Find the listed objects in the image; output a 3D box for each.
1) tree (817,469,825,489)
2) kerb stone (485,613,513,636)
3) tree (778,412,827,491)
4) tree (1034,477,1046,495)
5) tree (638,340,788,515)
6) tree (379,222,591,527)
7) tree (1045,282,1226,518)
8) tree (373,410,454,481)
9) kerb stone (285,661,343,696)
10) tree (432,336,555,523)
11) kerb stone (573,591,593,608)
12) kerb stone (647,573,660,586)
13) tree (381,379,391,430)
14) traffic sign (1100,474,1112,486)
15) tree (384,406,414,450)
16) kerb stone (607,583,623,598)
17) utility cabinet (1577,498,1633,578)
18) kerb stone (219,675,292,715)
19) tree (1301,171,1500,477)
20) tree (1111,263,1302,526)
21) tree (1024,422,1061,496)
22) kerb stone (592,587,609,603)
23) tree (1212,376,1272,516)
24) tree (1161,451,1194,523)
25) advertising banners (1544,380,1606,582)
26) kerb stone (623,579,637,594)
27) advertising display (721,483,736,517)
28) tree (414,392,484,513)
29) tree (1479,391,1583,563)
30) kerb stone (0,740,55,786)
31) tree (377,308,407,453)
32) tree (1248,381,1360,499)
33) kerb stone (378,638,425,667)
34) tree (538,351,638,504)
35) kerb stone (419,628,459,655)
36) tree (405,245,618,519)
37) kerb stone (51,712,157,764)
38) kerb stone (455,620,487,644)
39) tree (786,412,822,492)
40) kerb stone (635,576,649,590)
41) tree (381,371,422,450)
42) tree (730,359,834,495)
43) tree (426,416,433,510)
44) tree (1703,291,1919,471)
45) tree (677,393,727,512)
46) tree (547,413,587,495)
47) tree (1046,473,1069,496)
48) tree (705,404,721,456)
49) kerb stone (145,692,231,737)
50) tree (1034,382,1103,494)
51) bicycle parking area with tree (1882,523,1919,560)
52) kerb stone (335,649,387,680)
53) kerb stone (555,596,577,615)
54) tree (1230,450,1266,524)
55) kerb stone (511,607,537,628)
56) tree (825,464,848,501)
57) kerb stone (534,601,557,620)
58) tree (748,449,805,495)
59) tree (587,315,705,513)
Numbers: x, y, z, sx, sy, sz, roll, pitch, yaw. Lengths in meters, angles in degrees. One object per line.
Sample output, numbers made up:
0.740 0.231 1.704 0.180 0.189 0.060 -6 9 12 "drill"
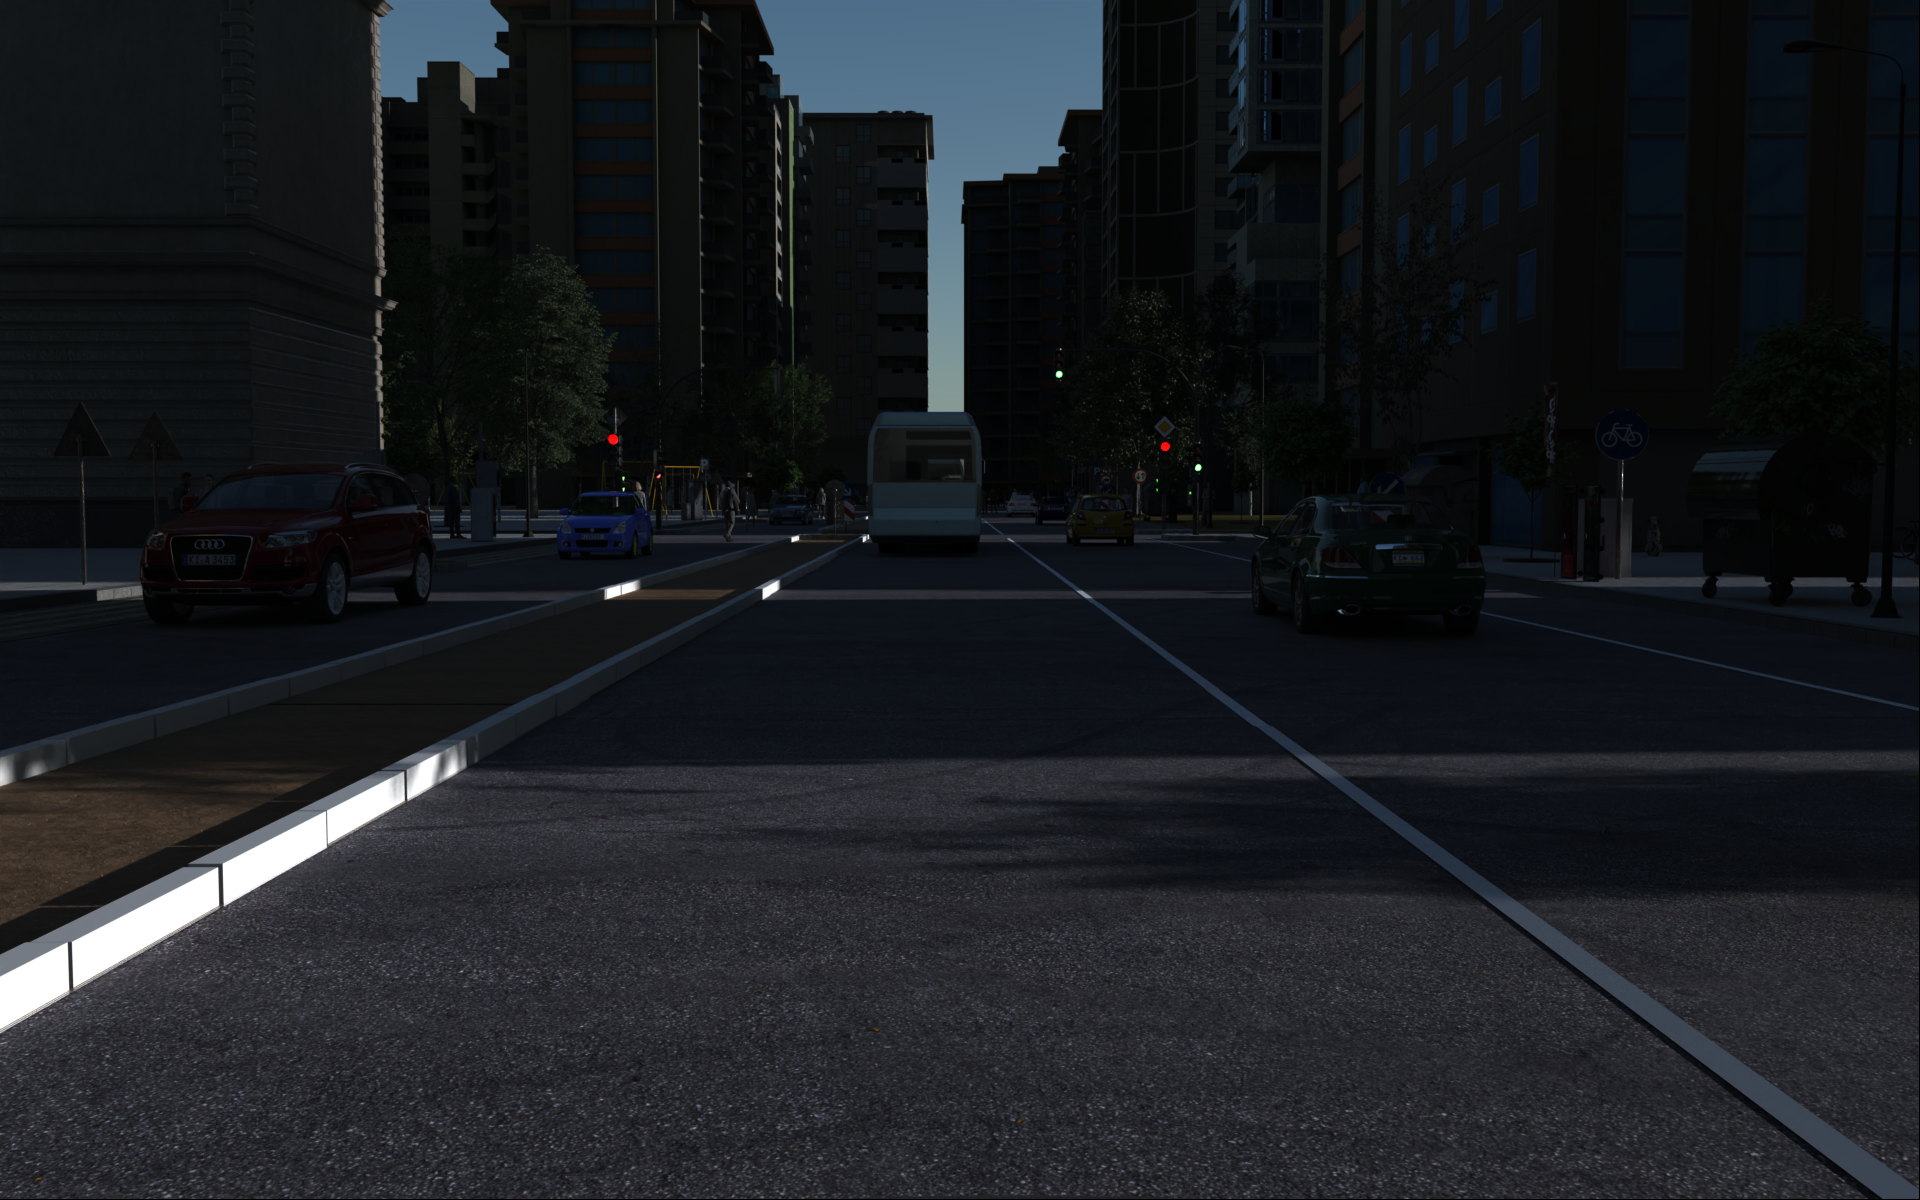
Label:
-14.145 -9.512 139.233 4.285 4.588 4.351 0 3 0 "tree"
-4.806 0.273 17.797 0.120 0.150 1.000 0 4 0 "kerb stone"
-13.551 -12.065 147.629 4.737 8.622 4.395 0 3 0 "tree"
8.952 -12.143 193.133 1.663 3.219 1.824 0 3 0 "tree"
-13.993 -10.452 105.306 7.601 10.594 8.767 -3 4 -36 "tree"
-20.164 -8.665 67.429 9.928 11.665 9.643 0 3 0 "tree"
9.590 -10.825 93.990 9.611 12.733 9.660 0 3 0 "tree"
-12.925 -2.796 40.323 1.663 3.219 1.824 0 3 0 "tree"
-4.762 0.590 12.656 0.120 0.150 1.000 0 4 0 "kerb stone"
-20.592 -7.805 77.978 4.737 8.622 4.395 0 3 0 "tree"
-4.834 0.019 21.893 0.120 0.150 1.000 0 4 0 "kerb stone"
-4.868 -0.295 27.015 0.120 0.150 1.000 0 4 0 "kerb stone"
-32.690 -9.368 87.573 8.767 10.594 7.601 0 4 -2 "tree"
9.389 -6.817 111.560 0.768 2.556 0.104 1 4 9 "traffic sign"
-39.693 -10.522 122.398 4.360 8.622 3.978 0 3 0 "tree"
-4.843 -0.106 23.941 0.120 0.150 1.000 0 4 0 "kerb stone"
10.039 -0.971 27.041 0.306 1.237 1.020 -1 4 -16 "utility cabinet"
-4.759 0.646 11.634 0.120 0.150 1.000 0 4 0 "kerb stone"
9.913 -5.414 38.887 4.360 8.622 3.978 0 3 0 "tree"
10.178 -8.265 69.539 7.601 10.594 8.767 0 4 -2 "tree"
8.829 -13.834 176.551 4.737 8.622 4.395 0 3 0 "tree"
-4.838 -0.043 22.916 0.120 0.150 1.000 0 4 0 "kerb stone"
17.070 -9.317 102.688 4.360 8.622 3.978 0 3 0 "tree"
9.708 -5.063 77.379 1.663 3.219 1.824 0 3 0 "tree"
9.209 -1.828 26.077 0.090 3.025 2.074 0 4 -5 "advertising banners"
-4.844 -0.164 24.963 0.120 0.150 1.000 0 4 0 "kerb stone"
-13.231 -5.744 99.121 0.974 1.923 0.123 2 4 25 "advertising display"
-33.794 -10.172 116.667 4.360 8.622 3.978 0 3 0 "tree"
10.912 -2.324 32.598 1.663 3.219 1.824 0 3 0 "tree"
-4.733 0.834 8.560 0.120 0.150 1.000 0 4 0 "kerb stone"
-36.525 -12.203 106.182 9.857 13.997 8.962 0 3 0 "tree"
10.021 -4.094 50.655 4.285 4.588 4.351 0 3 0 "tree"
-4.779 0.458 14.715 0.120 0.150 1.000 0 4 0 "kerb stone"
-23.729 -10.915 112.873 7.601 10.594 8.767 0 4 8 "tree"
-4.781 0.396 15.746 0.120 0.150 1.000 0 4 0 "kerb stone"
-22.407 -11.229 90.252 9.857 13.997 8.962 0 3 0 "tree"
-4.751 0.771 9.590 0.120 0.150 1.000 0 4 0 "kerb stone"
-4.797 0.333 16.773 0.120 0.150 1.000 0 4 0 "kerb stone"
-14.078 -12.529 155.209 4.360 8.622 3.978 0 3 0 "tree"
-4.856 -0.232 25.987 0.120 0.150 1.000 0 4 0 "kerb stone"
-32.864 -8.849 95.050 4.737 8.622 4.395 0 3 0 "tree"
-13.639 -12.599 131.753 9.928 11.665 9.643 0 3 0 "tree"
-40.099 -10.993 130.100 4.737 8.622 4.395 0 3 0 "tree"
13.905 -2.718 28.151 4.285 4.588 4.351 0 3 0 "tree"
-17.948 -10.517 122.320 4.737 8.622 4.395 0 3 0 "tree"
-26.545 -10.368 119.880 4.360 8.622 3.978 0 3 0 "tree"
9.510 -10.230 161.864 1.663 3.219 1.824 0 3 0 "tree"
-17.871 -10.034 114.412 4.360 8.622 3.978 0 3 0 "tree"
-4.754 0.710 10.612 0.120 0.150 1.000 0 4 0 "kerb stone"
8.732 -11.513 122.649 8.767 10.594 7.601 3 5 39 "tree"
22.338 -2.783 32.503 8.231 4.147 9.016 -1 4 -14 "bicycle parking area with tree"
-4.772 0.525 13.682 0.120 0.150 1.000 0 4 0 "kerb stone"
-4.815 0.083 20.864 0.120 0.150 1.000 0 4 0 "kerb stone"
12.264 -4.958 75.670 1.663 3.219 1.824 0 3 0 "tree"
-4.801 0.210 18.821 0.120 0.150 1.000 0 4 0 "kerb stone"
-13.683 -12.338 185.432 4.285 4.588 4.351 0 3 0 "tree"
-4.821 0.151 19.843 0.120 0.150 1.000 0 4 0 "kerb stone"
-13.440 -8.544 123.411 4.285 4.588 4.351 0 3 0 "tree"
-12.966 -7.426 71.770 4.360 8.622 3.978 0 3 0 "tree"
